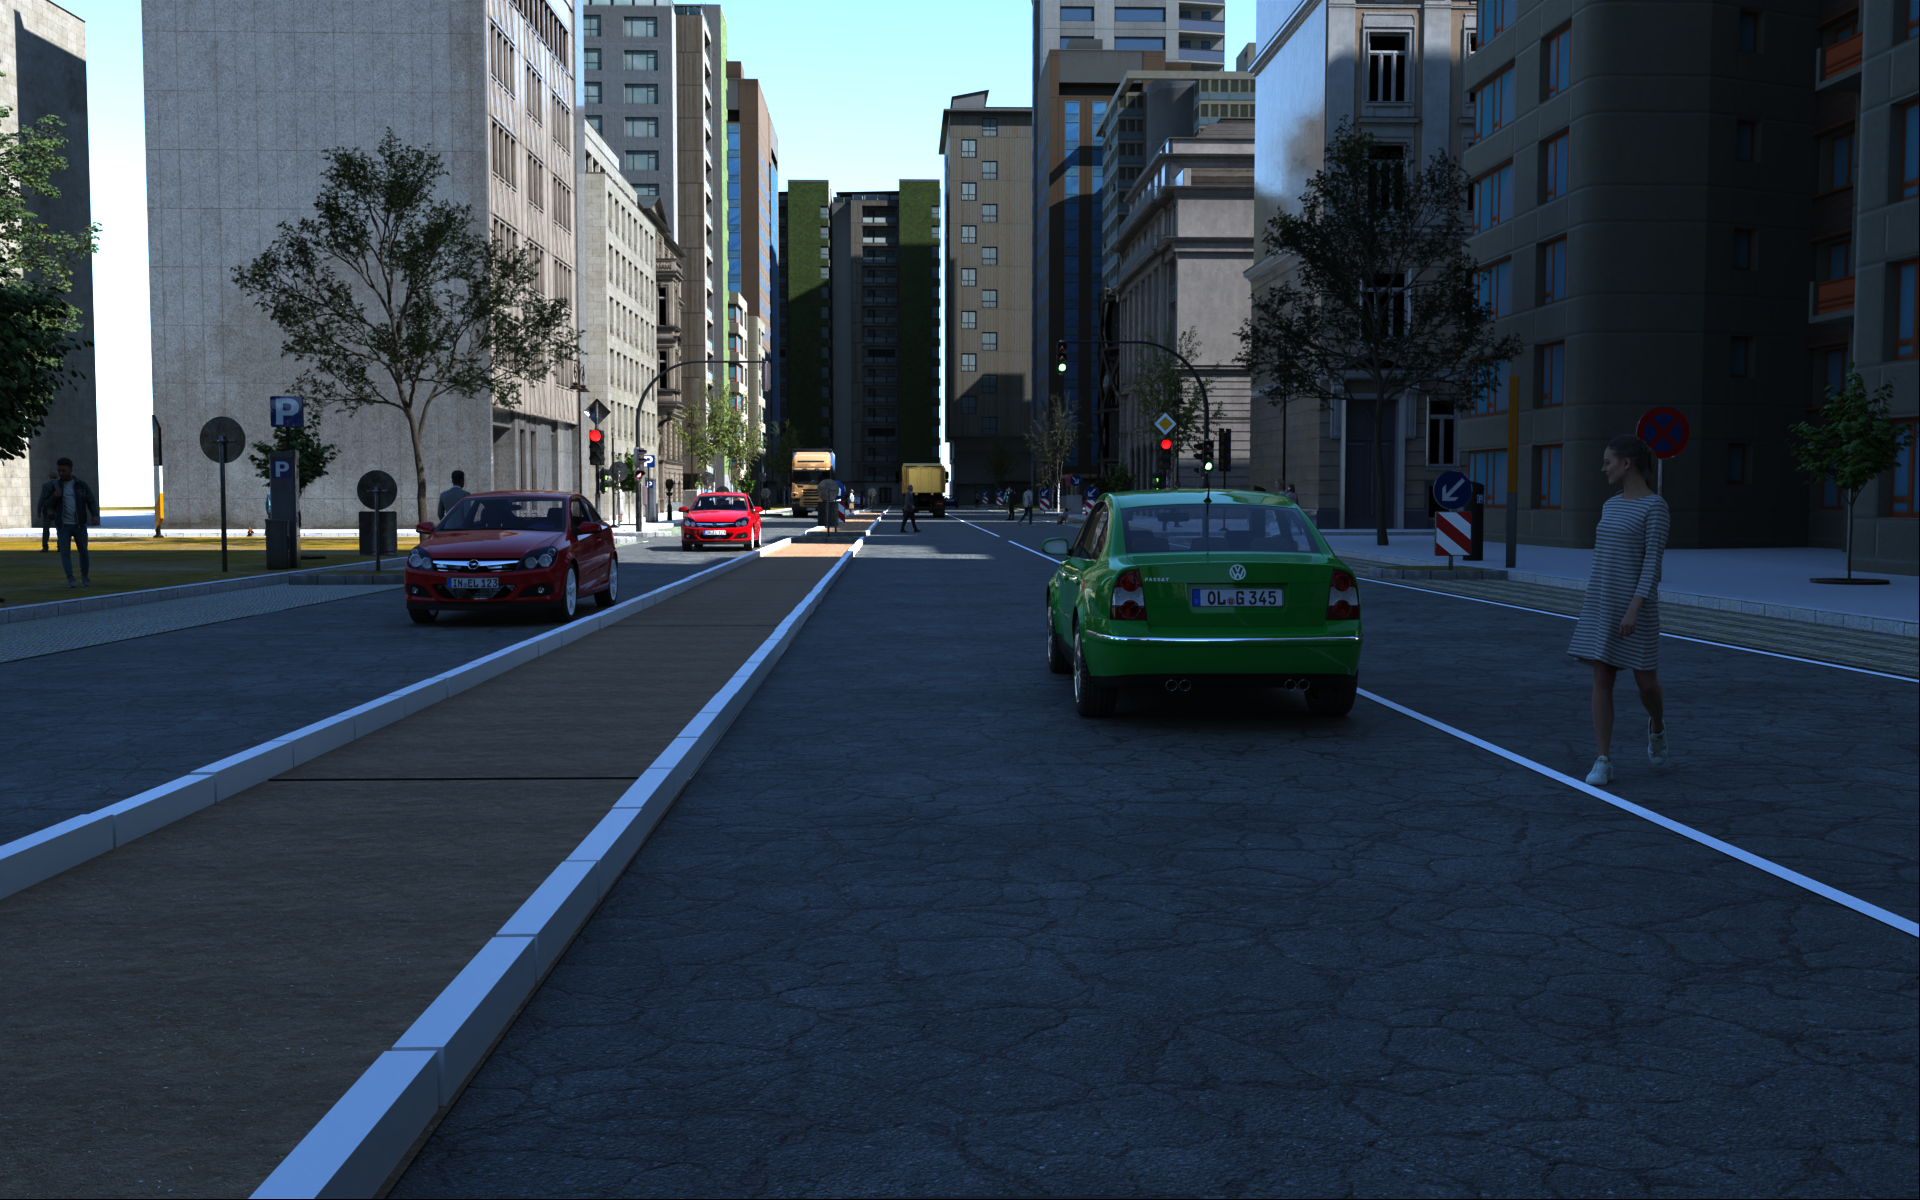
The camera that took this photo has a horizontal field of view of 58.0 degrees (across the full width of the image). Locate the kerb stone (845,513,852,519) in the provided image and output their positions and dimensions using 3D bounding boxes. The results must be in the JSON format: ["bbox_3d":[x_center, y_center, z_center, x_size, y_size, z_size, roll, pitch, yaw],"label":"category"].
[{"bbox_3d":[-6.987,-5.274,108.450,0.120,0.150,1.000,0,4,-2],"label":"kerb stone"}]

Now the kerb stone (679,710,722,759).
[{"bbox_3d":[-1.455,0.767,9.655,0.120,0.150,1.000,0,4,-2],"label":"kerb stone"}]

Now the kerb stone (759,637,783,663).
[{"bbox_3d":[-1.628,0.454,14.767,0.120,0.150,1.000,0,4,-2],"label":"kerb stone"}]

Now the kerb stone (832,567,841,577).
[{"bbox_3d":[-2.127,-0.424,29.131,0.120,0.150,1.000,0,4,-2],"label":"kerb stone"}]

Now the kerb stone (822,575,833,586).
[{"bbox_3d":[-2.024,-0.237,26.063,0.120,0.150,1.000,0,4,-2],"label":"kerb stone"}]

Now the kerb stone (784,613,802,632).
[{"bbox_3d":[-1.745,0.265,17.855,0.120,0.150,1.000,0,4,-2],"label":"kerb stone"}]

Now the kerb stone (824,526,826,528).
[{"bbox_3d":[-5.659,-2.958,70.556,0.120,0.150,1.000,0,4,-2],"label":"kerb stone"}]

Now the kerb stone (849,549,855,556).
[{"bbox_3d":[-2.453,-0.988,38.346,0.120,0.150,1.000,0,4,-2],"label":"kerb stone"}]

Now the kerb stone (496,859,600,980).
[{"bbox_3d":[-1.310,1.018,5.552,0.120,0.150,1.000,0,4,-2],"label":"kerb stone"}]

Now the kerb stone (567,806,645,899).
[{"bbox_3d":[-1.341,0.957,6.574,0.120,0.150,1.000,0,4,-2],"label":"kerb stone"}]

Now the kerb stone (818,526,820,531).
[{"bbox_3d":[-5.481,-2.644,65.425,0.120,0.150,1.000,0,4,-2],"label":"kerb stone"}]

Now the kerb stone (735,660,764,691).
[{"bbox_3d":[-1.560,0.581,12.719,0.120,0.150,1.000,0,4,-2],"label":"kerb stone"}]

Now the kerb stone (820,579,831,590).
[{"bbox_3d":[-1.986,-0.173,25.031,0.120,0.150,1.000,0,4,-2],"label":"kerb stone"}]

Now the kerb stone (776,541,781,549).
[{"bbox_3d":[-4.755,-1.355,44.347,0.120,0.150,1.000,0,4,-2],"label":"kerb stone"}]

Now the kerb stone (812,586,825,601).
[{"bbox_3d":[-1.906,-0.047,22.988,0.120,0.150,1.000,0,4,-2],"label":"kerb stone"}]

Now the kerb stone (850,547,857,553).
[{"bbox_3d":[-2.479,-1.048,39.368,0.120,0.150,1.000,0,4,-2],"label":"kerb stone"}]

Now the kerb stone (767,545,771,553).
[{"bbox_3d":[-4.655,-1.167,41.276,0.120,0.150,1.000,0,4,-2],"label":"kerb stone"}]

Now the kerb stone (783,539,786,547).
[{"bbox_3d":[-4.835,-1.480,46.389,0.120,0.150,1.000,0,4,-2],"label":"kerb stone"}]

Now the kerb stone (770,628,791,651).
[{"bbox_3d":[-1.661,0.391,15.805,0.120,0.150,1.000,0,4,-2],"label":"kerb stone"}]

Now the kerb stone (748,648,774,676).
[{"bbox_3d":[-1.594,0.517,13.746,0.120,0.150,1.000,0,4,-2],"label":"kerb stone"}]

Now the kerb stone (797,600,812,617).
[{"bbox_3d":[-1.813,0.140,19.910,0.120,0.150,1.000,0,4,-2],"label":"kerb stone"}]

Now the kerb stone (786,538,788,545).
[{"bbox_3d":[-4.861,-1.542,47.410,0.120,0.150,1.000,0,4,-2],"label":"kerb stone"}]

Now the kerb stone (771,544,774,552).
[{"bbox_3d":[-4.691,-1.226,42.299,0.120,0.150,1.000,0,4,-2],"label":"kerb stone"}]

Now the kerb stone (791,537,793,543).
[{"bbox_3d":[-4.931,-1.667,49.461,0.120,0.150,1.000,0,4,-2],"label":"kerb stone"}]

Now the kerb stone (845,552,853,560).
[{"bbox_3d":[-2.379,-0.862,36.293,0.120,0.150,1.000,0,4,-2],"label":"kerb stone"}]

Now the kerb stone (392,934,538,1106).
[{"bbox_3d":[-1.275,1.081,4.520,0.120,0.150,1.000,0,4,-2],"label":"kerb stone"}]

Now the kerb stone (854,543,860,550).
[{"bbox_3d":[-2.589,-1.239,42.449,0.120,0.150,1.000,0,4,-2],"label":"kerb stone"}]

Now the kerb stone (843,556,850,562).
[{"bbox_3d":[-2.307,-0.735,34.247,0.120,0.150,1.000,0,4,-2],"label":"kerb stone"}]

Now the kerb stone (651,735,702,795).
[{"bbox_3d":[-1.417,0.830,8.621,0.120,0.150,1.000,0,4,-2],"label":"kerb stone"}]

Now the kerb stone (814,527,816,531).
[{"bbox_3d":[-5.377,-2.456,62.352,0.120,0.150,1.000,0,4,-2],"label":"kerb stone"}]

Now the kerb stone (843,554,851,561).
[{"bbox_3d":[-2.342,-0.800,35.272,0.120,0.150,1.000,0,4,-2],"label":"kerb stone"}]

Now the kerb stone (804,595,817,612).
[{"bbox_3d":[-1.838,0.077,20.932,0.120,0.150,1.000,0,4,-2],"label":"kerb stone"}]

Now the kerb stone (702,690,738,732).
[{"bbox_3d":[-1.490,0.705,10.676,0.120,0.150,1.000,0,4,-2],"label":"kerb stone"}]

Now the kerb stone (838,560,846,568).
[{"bbox_3d":[-2.240,-0.610,32.195,0.120,0.150,1.000,0,4,-2],"label":"kerb stone"}]

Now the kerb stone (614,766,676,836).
[{"bbox_3d":[-1.383,0.893,7.598,0.120,0.150,1.000,0,4,-2],"label":"kerb stone"}]

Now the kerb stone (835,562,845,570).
[{"bbox_3d":[-2.197,-0.548,31.174,0.120,0.150,1.000,0,4,-2],"label":"kerb stone"}]

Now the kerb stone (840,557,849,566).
[{"bbox_3d":[-2.262,-0.675,33.226,0.120,0.150,1.000,0,4,-2],"label":"kerb stone"}]

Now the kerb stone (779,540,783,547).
[{"bbox_3d":[-4.791,-1.417,45.368,0.120,0.150,1.000,0,4,-2],"label":"kerb stone"}]

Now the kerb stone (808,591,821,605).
[{"bbox_3d":[-1.881,0.017,21.959,0.120,0.150,1.000,0,4,-2],"label":"kerb stone"}]

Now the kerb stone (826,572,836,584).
[{"bbox_3d":[-2.056,-0.297,27.084,0.120,0.150,1.000,0,4,-2],"label":"kerb stone"}]

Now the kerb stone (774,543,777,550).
[{"bbox_3d":[-4.727,-1.292,43.322,0.120,0.150,1.000,0,4,-2],"label":"kerb stone"}]

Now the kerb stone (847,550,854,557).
[{"bbox_3d":[-2.411,-0.925,37.317,0.120,0.150,1.000,0,4,-2],"label":"kerb stone"}]

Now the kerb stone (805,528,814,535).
[{"bbox_3d":[-5.343,-2.393,61.328,0.120,0.150,1.000,0,4,-2],"label":"kerb stone"}]

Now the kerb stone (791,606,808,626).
[{"bbox_3d":[-1.772,0.203,18.880,0.120,0.150,1.000,0,4,-2],"label":"kerb stone"}]

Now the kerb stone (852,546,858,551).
[{"bbox_3d":[-2.518,-1.113,40.396,0.120,0.150,1.000,0,4,-2],"label":"kerb stone"}]

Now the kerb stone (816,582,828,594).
[{"bbox_3d":[-1.951,-0.111,24.009,0.120,0.150,1.000,0,4,-2],"label":"kerb stone"}]

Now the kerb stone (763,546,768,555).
[{"bbox_3d":[-4.615,-1.103,40.255,0.120,0.150,1.000,0,4,-2],"label":"kerb stone"}]

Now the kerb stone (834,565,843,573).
[{"bbox_3d":[-2.163,-0.477,30.153,0.120,0.150,1.000,0,4,-2],"label":"kerb stone"}]

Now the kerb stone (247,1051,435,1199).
[{"bbox_3d":[-1.248,1.145,3.498,0.120,0.150,1.000,0,4,-2],"label":"kerb stone"}]

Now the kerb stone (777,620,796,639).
[{"bbox_3d":[-1.708,0.328,16.826,0.120,0.150,1.000,0,4,-2],"label":"kerb stone"}]

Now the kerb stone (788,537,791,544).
[{"bbox_3d":[-4.900,-1.605,48.432,0.120,0.150,1.000,0,4,-2],"label":"kerb stone"}]

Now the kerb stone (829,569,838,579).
[{"bbox_3d":[-2.093,-0.357,28.106,0.120,0.150,1.000,0,4,-2],"label":"kerb stone"}]

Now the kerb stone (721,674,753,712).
[{"bbox_3d":[-1.521,0.644,11.698,0.120,0.150,1.000,0,4,-2],"label":"kerb stone"}]
